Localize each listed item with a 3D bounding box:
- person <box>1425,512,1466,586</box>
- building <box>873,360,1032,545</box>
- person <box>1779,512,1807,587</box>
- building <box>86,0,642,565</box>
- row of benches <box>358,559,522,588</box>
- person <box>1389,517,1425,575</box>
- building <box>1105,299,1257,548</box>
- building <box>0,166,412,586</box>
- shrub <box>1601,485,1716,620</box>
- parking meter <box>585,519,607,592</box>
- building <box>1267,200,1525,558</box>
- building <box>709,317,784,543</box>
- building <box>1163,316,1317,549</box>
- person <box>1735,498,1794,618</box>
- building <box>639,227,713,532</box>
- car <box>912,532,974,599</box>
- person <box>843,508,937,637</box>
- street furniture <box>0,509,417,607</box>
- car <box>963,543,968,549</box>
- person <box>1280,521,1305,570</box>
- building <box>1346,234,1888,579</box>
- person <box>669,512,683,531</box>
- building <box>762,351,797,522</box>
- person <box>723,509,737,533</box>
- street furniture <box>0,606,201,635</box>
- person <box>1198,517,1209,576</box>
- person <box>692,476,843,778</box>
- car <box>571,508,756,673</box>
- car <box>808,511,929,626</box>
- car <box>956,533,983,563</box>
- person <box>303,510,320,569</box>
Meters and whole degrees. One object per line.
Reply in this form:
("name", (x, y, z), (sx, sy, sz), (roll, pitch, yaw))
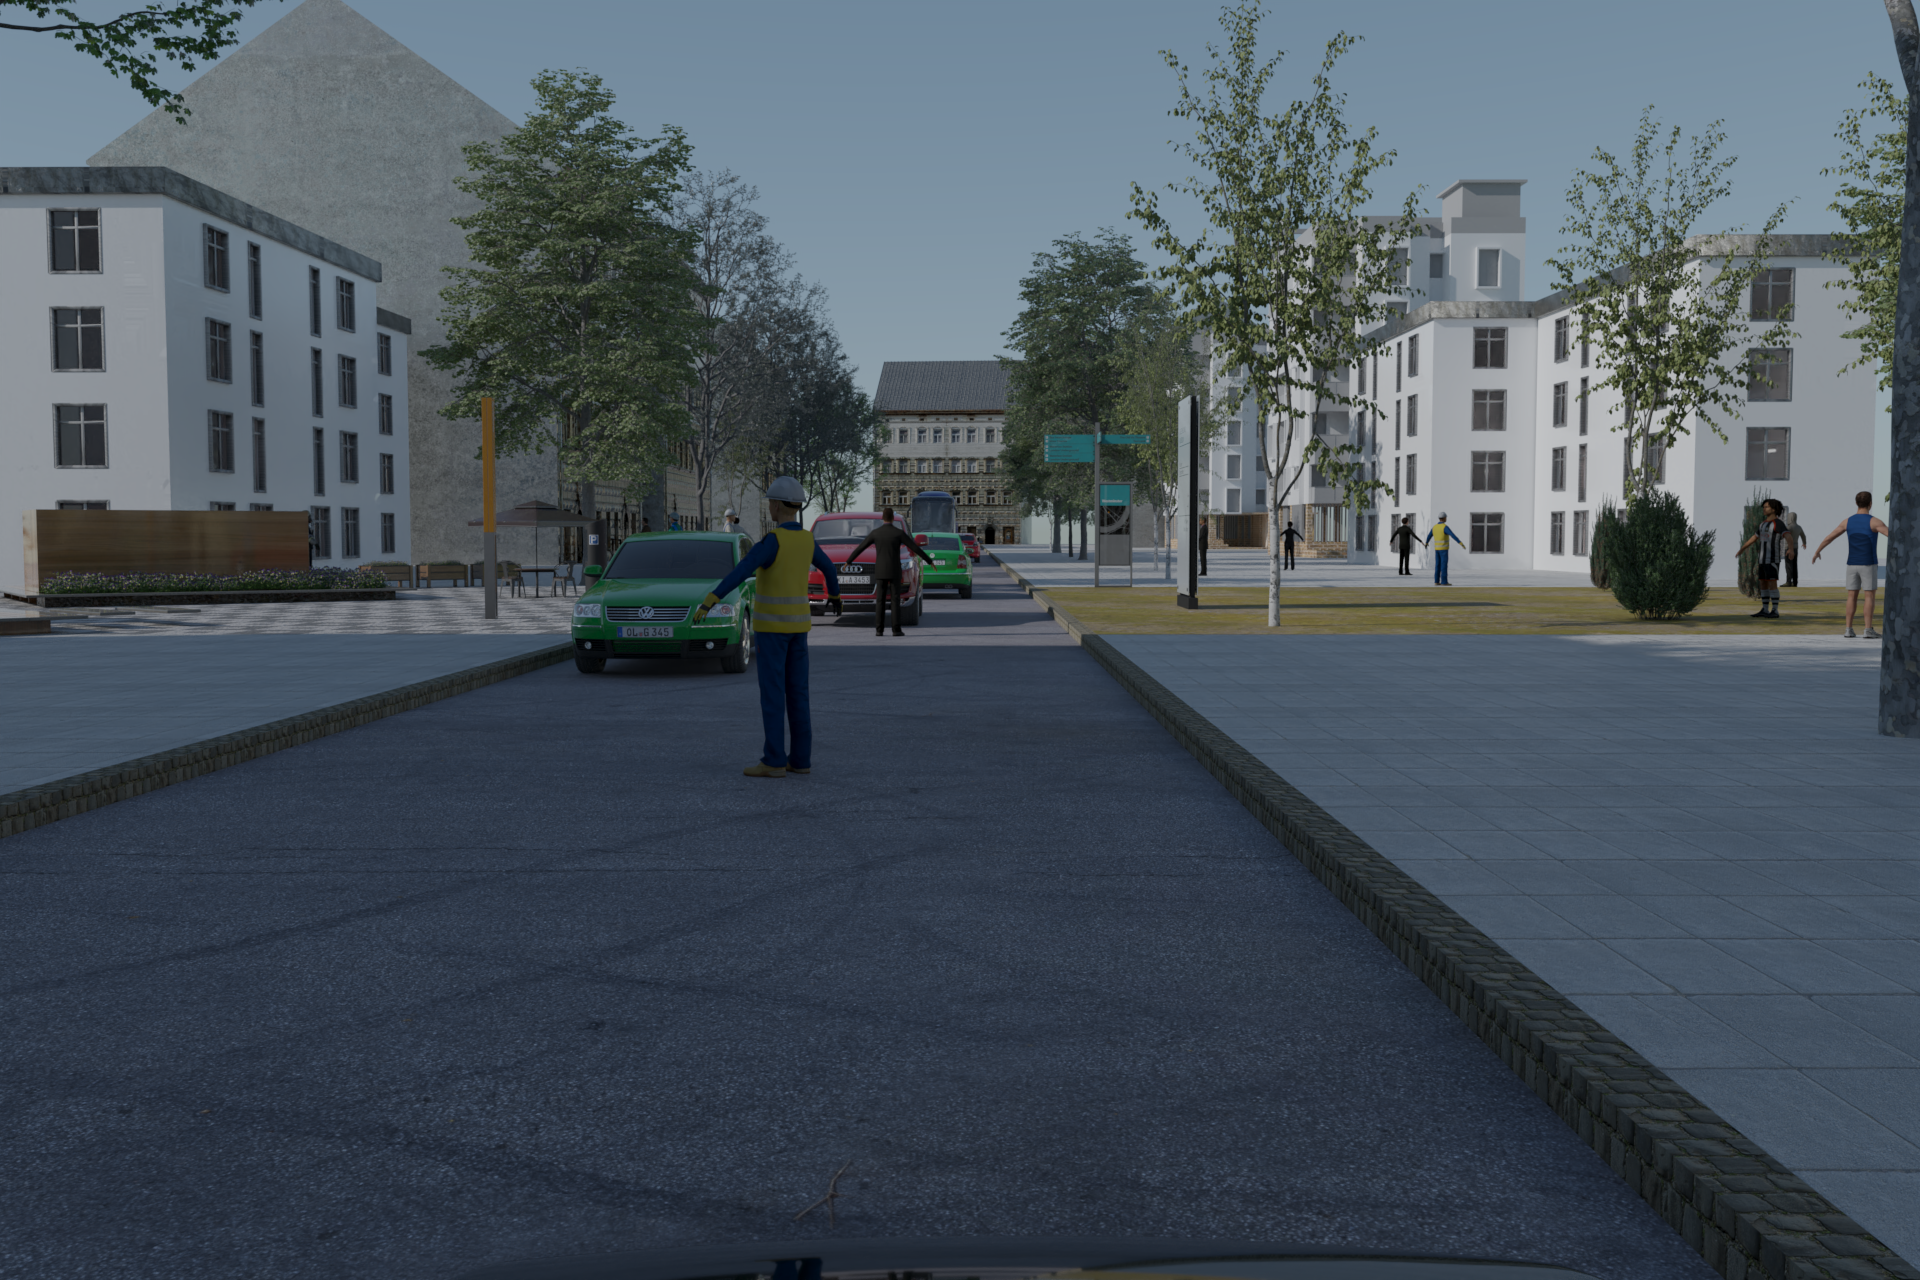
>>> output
("person", (11.970, -2.261, 42.933), (0.705, 1.833, 1.349), (-2, 4, -29))
("building", (-0.590, -23.534, 218.169), (18.063, 23.208, 19.493), (0, 4, 6))
("person", (20.074, -2.186, 41.870), (1.348, 1.813, 0.705), (-2, 4, -29))
("building", (-25.634, -15.197, 79.394), (19.493, 23.208, 18.063), (0, 3, 0))
("row of benches", (-12.570, -1.609, 41.764), (4.104, 0.672, 1.422), (-3, 5, -44))
("person", (13.841, -2.913, 53.819), (0.705, 1.806, 1.347), (-3, 4, -37))
("building", (24.043, -20.753, 170.242), (19.493, 23.208, 18.063), (0, 4, 1))
("building", (-22.431, -6.830, 53.822), (9.099, 9.664, 28.070), (0, 4, 1))
("shrub", (10.477, -1.320, 25.994), (1.690, 2.028, 1.600), (0, 3, 0))
("parking meter", (-6.129, -1.270, 29.182), (0.372, 1.533, 0.369), (0, 3, 0))
("building", (23.941, -15.184, 104.673), (16.016, 20.090, 11.380), (0, 4, 0))
("building", (-26.016, -19.821, 155.008), (19.493, 23.208, 18.063), (0, 4, 1))
("building", (23.751, -18.419, 157.578), (16.016, 20.090, 11.380), (0, 3, 0))
("person", (12.362, -1.245, 26.495), (0.704, 1.843, 1.345), (-1, 4, -10))
("building", (-24.993, -16.492, 100.573), (19.493, 23.208, 18.063), (0, 4, -1))
("car", (-0.642, -1.896, 39.791), (1.959, 1.807, 4.718), (0, 4, -1))
("person", (-0.997, -0.955, 24.298), (1.346, 1.802, 0.704), (1, 4, 9))
("street furniture", (-14.343, -1.649, 33.813), (11.010, 1.723, 9.812), (-2, 4, -35))
("car", (-0.662, -4.158, 80.347), (2.083, 1.381, 4.827), (0, 4, -1))
("person", (11.609, -3.330, 61.164), (1.216, 1.740, 0.721), (0, 4, -8))
("building", (21.498, -7.372, 62.686), (9.099, 9.664, 28.070), (0, 4, 0))
("person", (-7.054, -2.232, 42.623), (0.704, 1.817, 1.347), (1, 4, 15))
("building", (-27.236, -19.324, 182.401), (16.747, 18.905, 31.486), (0, 4, 1))
("person", (-5.169, -2.037, 39.161), (0.705, 1.847, 1.347), (-1, 4, -14))
("street furniture", (-17.021, -0.961, 22.568), (9.812, 1.723, 11.010), (3, 5, 43))
("person", (7.441, -2.871, 53.166), (0.704, 1.802, 1.346), (1, 4, 18))
("person", (-1.108, -0.086, 10.333), (0.721, 1.772, 1.216), (3, 4, 38))
("car", (-3.058, -0.639, 19.249), (1.959, 1.807, 4.718), (0, 4, 1))
("car", (-1.652, -1.230, 28.788), (2.281, 1.827, 5.304), (0, 4, 0))
("car", (0.091, -4.811, 87.692), (2.155, 1.783, 4.494), (0, 4, -1))
("person", (-15.678, -2.190, 41.591), (0.705, 1.856, 1.354), (-3, 4, -37))
